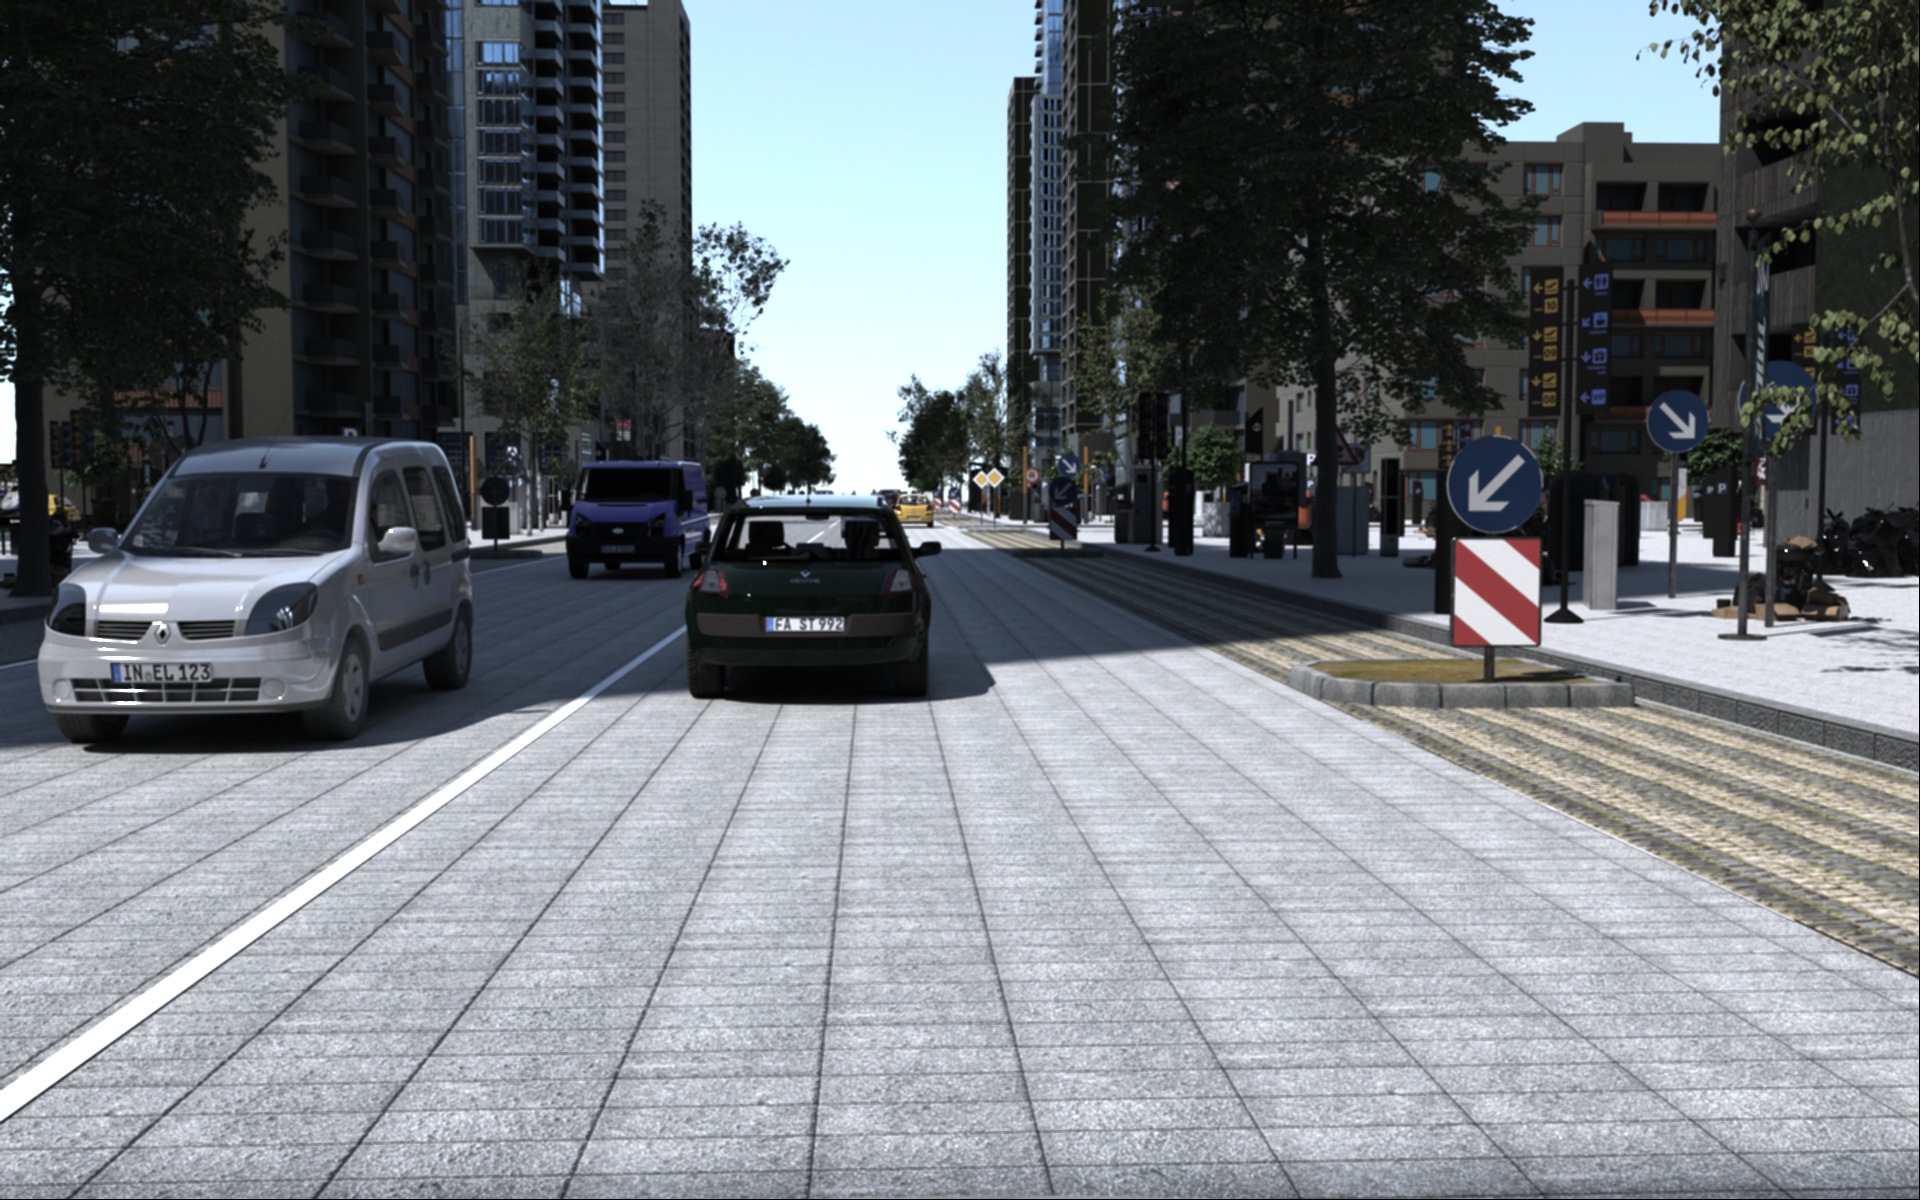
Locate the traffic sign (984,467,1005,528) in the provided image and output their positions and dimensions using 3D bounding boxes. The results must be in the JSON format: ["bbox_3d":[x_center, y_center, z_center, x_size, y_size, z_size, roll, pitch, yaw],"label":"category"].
[{"bbox_3d":[1.283,-3.723,64.515,0.795,2.450,0.064,0,4,-3],"label":"traffic sign"}]

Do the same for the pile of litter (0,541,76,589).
[{"bbox_3d":[-12.596,-0.603,23.827,1.719,0.858,1.176,2,4,32],"label":"pile of litter"}]

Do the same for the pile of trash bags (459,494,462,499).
[{"bbox_3d":[-26.433,-4.679,86.254,3.447,1.369,1.912,1,4,12],"label":"pile of trash bags"}]

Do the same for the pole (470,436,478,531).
[{"bbox_3d":[-17.021,-4.085,60.626,0.158,3.312,0.155,0,3,0],"label":"pole"}]

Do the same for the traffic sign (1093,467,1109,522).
[{"bbox_3d":[6.506,-4.902,80.249,0.768,2.556,0.104,0,4,3],"label":"traffic sign"}]

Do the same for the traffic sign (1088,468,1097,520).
[{"bbox_3d":[6.477,-5.155,84.383,0.768,2.556,0.104,0,4,-2],"label":"traffic sign"}]

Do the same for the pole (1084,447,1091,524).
[{"bbox_3d":[5.431,-4.935,74.533,0.158,3.312,0.155,0,3,0],"label":"pole"}]

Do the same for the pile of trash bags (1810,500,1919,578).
[{"bbox_3d":[15.269,-1.060,27.077,3.447,1.369,1.912,0,4,7],"label":"pile of trash bags"}]

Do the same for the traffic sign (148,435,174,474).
[{"bbox_3d":[-17.145,-2.278,37.355,0.768,2.556,0.104,0,4,7],"label":"traffic sign"}]

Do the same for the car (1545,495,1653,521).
[{"bbox_3d":[25.630,-3.677,69.163,4.494,1.783,2.155,0,4,-4],"label":"car"}]

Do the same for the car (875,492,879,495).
[{"bbox_3d":[-14.345,-17.681,297.759,2.281,1.827,5.304,0,4,-3],"label":"car"}]

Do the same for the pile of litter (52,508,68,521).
[{"bbox_3d":[-26.878,-2.281,51.253,1.176,0.858,1.719,2,4,28],"label":"pile of litter"}]

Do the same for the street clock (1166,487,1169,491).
[{"bbox_3d":[11.596,-5.560,95.480,0.471,2.002,0.358,3,5,40],"label":"street clock"}]

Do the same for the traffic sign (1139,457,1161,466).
[{"bbox_3d":[6.253,-3.489,57.150,0.768,2.556,0.104,0,4,5],"label":"traffic sign"}]

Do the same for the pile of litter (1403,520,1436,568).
[{"bbox_3d":[8.335,-0.997,30.261,1.176,0.858,1.719,0,4,8],"label":"pile of litter"}]

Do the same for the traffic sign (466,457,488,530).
[{"bbox_3d":[-17.059,-3.756,61.410,0.884,2.594,0.081,0,4,2],"label":"traffic sign"}]

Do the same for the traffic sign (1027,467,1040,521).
[{"bbox_3d":[3.411,-5.023,82.225,0.768,2.556,0.104,0,4,-1],"label":"traffic sign"}]

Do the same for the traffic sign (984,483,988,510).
[{"bbox_3d":[1.802,-7.595,124.185,0.884,2.594,0.081,0,4,5],"label":"traffic sign"}]

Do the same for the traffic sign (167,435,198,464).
[{"bbox_3d":[-16.618,-2.266,37.155,0.768,2.556,0.104,0,4,-1],"label":"traffic sign"}]

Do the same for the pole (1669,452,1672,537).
[{"bbox_3d":[21.418,-3.554,51.943,0.158,3.312,0.155,0,3,0],"label":"pole"}]

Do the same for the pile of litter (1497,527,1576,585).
[{"bbox_3d":[7.870,-0.660,24.764,1.719,0.858,1.176,2,4,31],"label":"pile of litter"}]

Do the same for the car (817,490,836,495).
[{"bbox_3d":[-12.618,-9.338,161.349,2.281,1.827,5.304,0,4,-1],"label":"car"}]

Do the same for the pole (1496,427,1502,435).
[{"bbox_3d":[16.269,-3.582,52.409,0.158,3.312,0.155,0,3,0],"label":"pole"}]

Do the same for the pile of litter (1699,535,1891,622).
[{"bbox_3d":[8.584,-0.234,17.791,1.719,0.858,1.176,3,5,43],"label":"pile of litter"}]

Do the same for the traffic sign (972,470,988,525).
[{"bbox_3d":[0.903,-4.211,72.491,0.795,2.450,0.064,0,4,-3],"label":"traffic sign"}]

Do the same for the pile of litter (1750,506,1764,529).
[{"bbox_3d":[29.718,-3.109,64.796,1.719,0.858,1.176,2,4,31],"label":"pile of litter"}]

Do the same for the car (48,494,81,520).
[{"bbox_3d":[-36.133,-3.458,66.757,3.980,1.641,2.015,0,4,-2],"label":"car"}]

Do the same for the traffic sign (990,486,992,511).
[{"bbox_3d":[2.215,-7.614,124.591,0.768,2.556,0.104,0,4,-1],"label":"traffic sign"}]

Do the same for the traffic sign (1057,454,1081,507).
[{"bbox_3d":[3.473,-3.365,55.127,0.768,2.556,0.104,0,4,-1],"label":"traffic sign"}]

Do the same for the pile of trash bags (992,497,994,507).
[{"bbox_3d":[2.779,-7.863,138.309,3.447,1.369,1.912,0,4,-6],"label":"pile of trash bags"}]

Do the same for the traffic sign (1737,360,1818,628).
[{"bbox_3d":[7.789,-1.008,16.595,0.768,2.556,0.104,0,4,0],"label":"traffic sign"}]

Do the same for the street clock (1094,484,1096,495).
[{"bbox_3d":[8.404,-6.301,107.583,0.471,2.002,0.358,1,4,23],"label":"street clock"}]

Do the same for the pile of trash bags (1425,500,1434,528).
[{"bbox_3d":[18.352,-3.160,61.416,3.447,1.369,1.912,0,4,-3],"label":"pile of trash bags"}]

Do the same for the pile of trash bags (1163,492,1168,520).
[{"bbox_3d":[9.902,-4.692,86.459,1.912,1.369,3.447,-1,4,-10],"label":"pile of trash bags"}]

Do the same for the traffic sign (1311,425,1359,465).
[{"bbox_3d":[6.944,-1.965,32.124,0.884,2.594,0.081,0,4,1],"label":"traffic sign"}]

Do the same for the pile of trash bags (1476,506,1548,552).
[{"bbox_3d":[13.219,-1.771,38.716,3.447,1.369,1.912,-1,4,-9],"label":"pile of trash bags"}]

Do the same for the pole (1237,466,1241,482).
[{"bbox_3d":[17.824,-7.151,110.755,0.158,3.312,0.155,0,3,0],"label":"pole"}]

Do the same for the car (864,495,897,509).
[{"bbox_3d":[-3.089,-2.799,57.760,2.014,1.417,4.499,0,4,-3],"label":"car"}]

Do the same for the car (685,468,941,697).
[{"bbox_3d":[-1.132,-0.236,13.644,2.009,1.686,4.222,0,4,-3],"label":"car"}]

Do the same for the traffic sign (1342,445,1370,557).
[{"bbox_3d":[7.985,-2.012,35.031,0.606,2.300,0.079,0,4,0],"label":"traffic sign"}]

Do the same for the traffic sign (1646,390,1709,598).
[{"bbox_3d":[8.772,-1.294,21.260,0.768,2.556,0.104,0,4,0],"label":"traffic sign"}]

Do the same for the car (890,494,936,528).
[{"bbox_3d":[-2.018,-3.942,74.677,2.015,1.641,3.980,0,4,-2],"label":"car"}]

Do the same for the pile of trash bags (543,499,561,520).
[{"bbox_3d":[-19.588,-4.696,86.530,1.912,1.369,3.447,1,4,15],"label":"pile of trash bags"}]

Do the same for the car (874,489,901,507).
[{"bbox_3d":[-4.895,-6.880,121.169,2.281,1.827,5.304,0,4,-2],"label":"car"}]

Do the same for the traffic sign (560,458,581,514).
[{"bbox_3d":[-14.071,-3.842,62.825,0.884,2.594,0.081,0,4,-2],"label":"traffic sign"}]

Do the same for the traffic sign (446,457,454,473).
[{"bbox_3d":[-17.417,-3.558,58.284,0.768,2.556,0.104,0,4,6],"label":"traffic sign"}]

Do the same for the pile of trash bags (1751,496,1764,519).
[{"bbox_3d":[38.005,-4.472,82.877,3.447,1.369,1.912,1,4,21],"label":"pile of trash bags"}]

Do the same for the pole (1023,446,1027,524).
[{"bbox_3d":[2.783,-4.898,73.930,0.158,3.312,0.155,0,3,0],"label":"pole"}]

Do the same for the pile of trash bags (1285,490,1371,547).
[{"bbox_3d":[8.918,-2.044,43.174,1.912,1.369,3.447,2,4,24],"label":"pile of trash bags"}]
